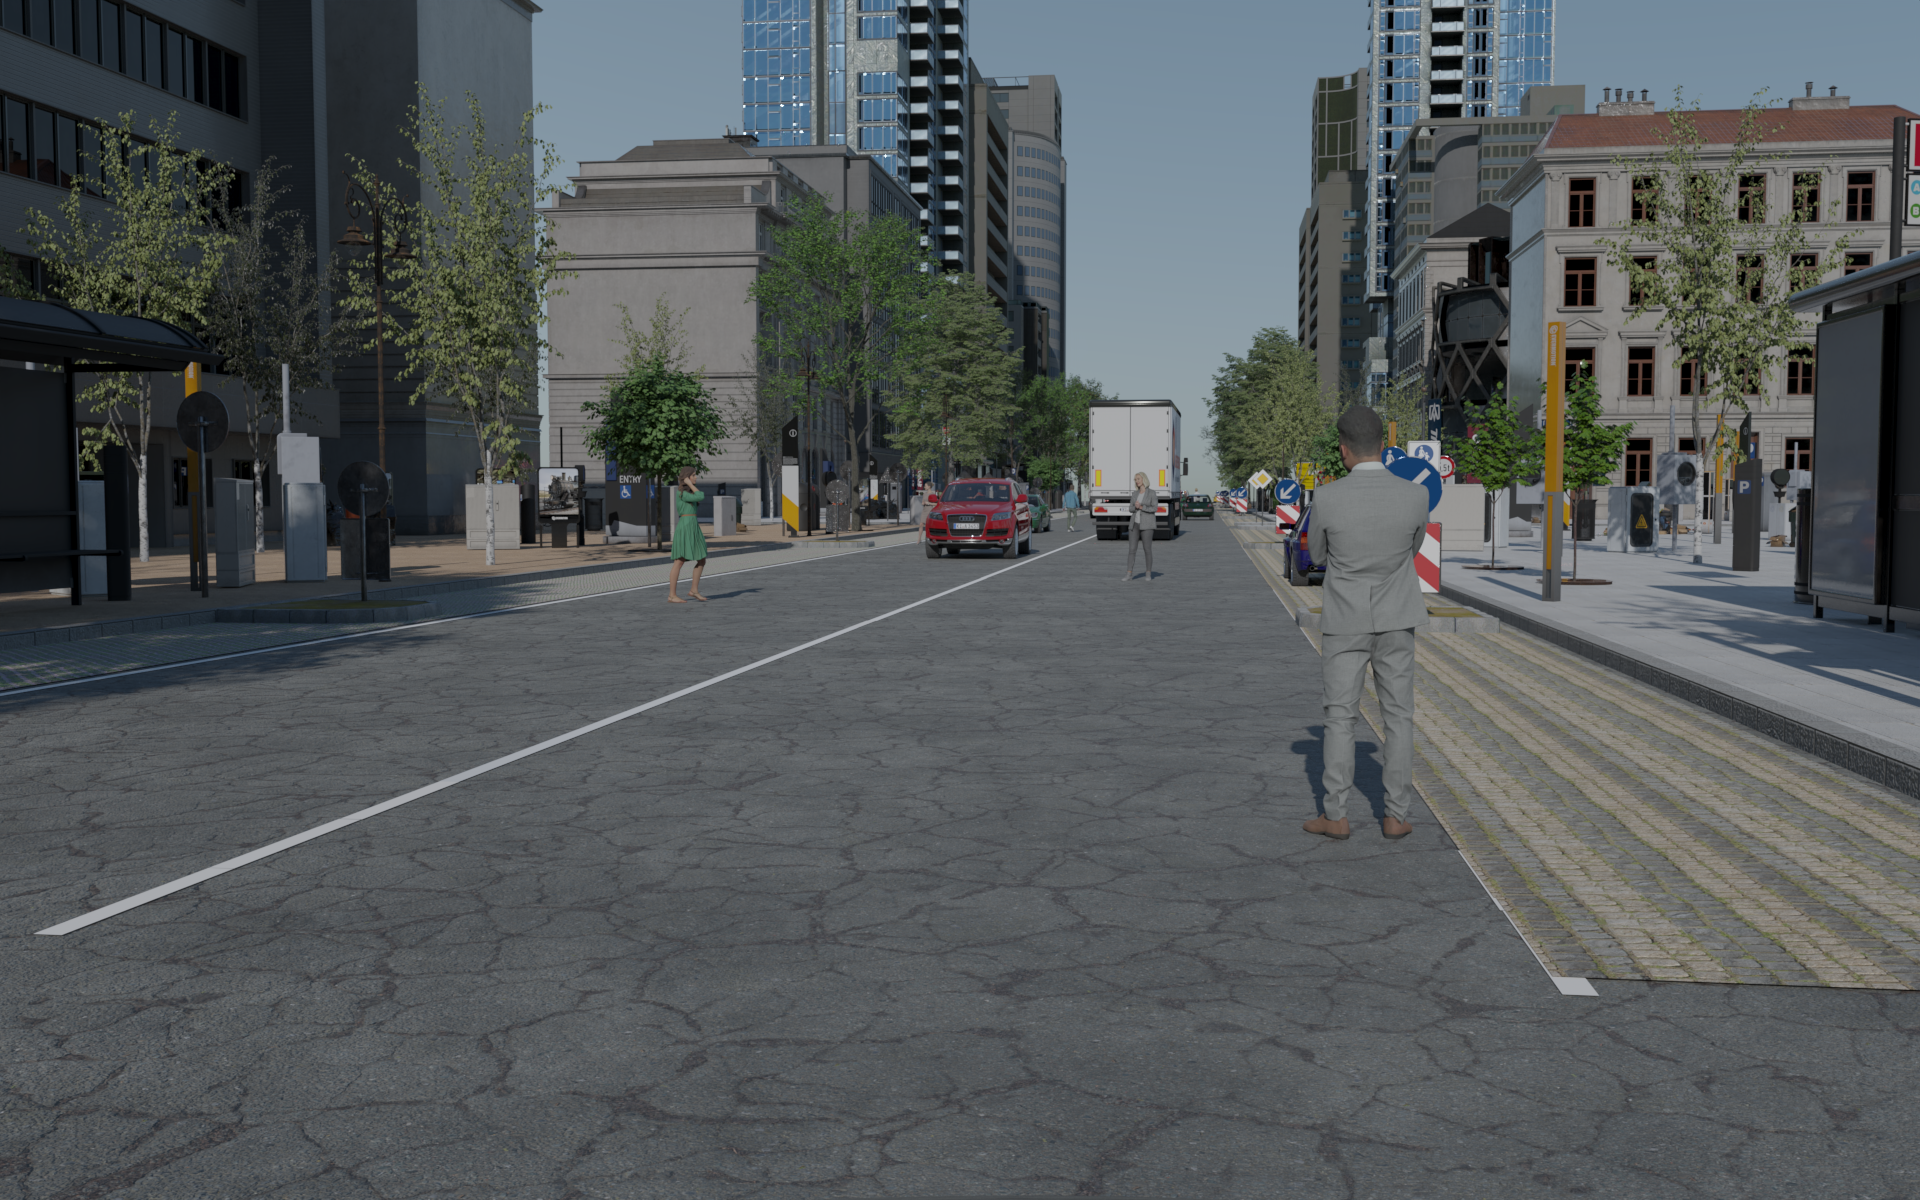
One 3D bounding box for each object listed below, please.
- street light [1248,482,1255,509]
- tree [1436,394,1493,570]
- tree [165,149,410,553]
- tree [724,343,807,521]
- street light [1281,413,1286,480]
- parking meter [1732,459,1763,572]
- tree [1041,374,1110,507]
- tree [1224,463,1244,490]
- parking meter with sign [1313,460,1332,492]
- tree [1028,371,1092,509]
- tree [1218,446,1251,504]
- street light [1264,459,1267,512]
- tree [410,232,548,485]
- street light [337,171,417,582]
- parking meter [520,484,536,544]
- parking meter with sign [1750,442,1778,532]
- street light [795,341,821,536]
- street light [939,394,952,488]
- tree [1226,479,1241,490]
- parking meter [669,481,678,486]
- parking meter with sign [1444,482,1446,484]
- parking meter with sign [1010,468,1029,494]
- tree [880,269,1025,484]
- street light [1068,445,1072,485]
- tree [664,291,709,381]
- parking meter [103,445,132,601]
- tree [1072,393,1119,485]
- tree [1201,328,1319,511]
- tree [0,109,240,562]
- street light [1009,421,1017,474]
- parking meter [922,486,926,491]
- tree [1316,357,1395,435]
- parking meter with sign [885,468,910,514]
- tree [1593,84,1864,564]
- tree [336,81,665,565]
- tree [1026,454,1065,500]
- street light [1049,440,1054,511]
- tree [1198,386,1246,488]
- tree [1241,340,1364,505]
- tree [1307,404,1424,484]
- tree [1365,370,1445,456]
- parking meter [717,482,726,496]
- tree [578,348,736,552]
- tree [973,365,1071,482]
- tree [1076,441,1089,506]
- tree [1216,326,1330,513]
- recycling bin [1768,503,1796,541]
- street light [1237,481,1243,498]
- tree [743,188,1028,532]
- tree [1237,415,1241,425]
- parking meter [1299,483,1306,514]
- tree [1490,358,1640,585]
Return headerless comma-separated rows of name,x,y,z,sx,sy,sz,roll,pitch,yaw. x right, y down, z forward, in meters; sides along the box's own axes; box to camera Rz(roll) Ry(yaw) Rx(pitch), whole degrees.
street light,25.727,-10.930,151.492,0.468,5.910,1.993,0,4,8
tree,9.230,-2.134,29.493,1.663,3.219,1.824,0,3,0
tree,-15.144,-5.342,37.710,4.360,8.622,3.978,0,3,0
tree,-9.145,-8.113,83.013,4.360,8.622,3.978,0,3,0
street light,18.179,-7.620,97.377,0.468,5.910,1.993,0,4,8
parking meter,13.064,-1.410,28.770,0.255,1.863,0.399,-3,4,-38
tree,11.536,-15.206,165.633,9.611,12.733,9.660,0,3,0
tree,40.055,-18.388,250.999,4.360,8.622,3.978,0,3,0
parking meter with sign,18.387,-5.481,85.882,1.738,3.016,0.543,0,4,2
tree,7.605,-13.522,146.834,9.928,11.665,9.643,0,3,0
tree,38.926,-19.164,239.090,9.928,11.665,9.643,0,3,0
street light,21.930,-9.258,124.150,0.468,5.910,1.993,0,4,8
tree,-13.357,-6.013,48.669,4.360,8.622,3.978,0,3,0
street light,-8.423,-3.205,25.193,0.468,5.910,1.993,0,4,8
parking meter,-11.180,-2.228,44.831,0.372,1.533,0.369,0,3,0
parking meter with sign,27.491,-3.827,58.837,1.738,3.016,0.543,-1,4,-16
street light,-4.588,-4.879,52.563,0.468,5.910,1.993,0,4,8
street light,-0.637,-6.565,80.119,0.468,5.910,1.993,0,4,8
tree,46.383,-18.767,290.550,4.285,4.588,4.351,0,3,0
parking meter,-8.150,-2.652,49.075,0.255,1.863,0.399,1,4,12
parking meter with sign,30.972,-7.044,111.429,0.543,3.016,1.738,3,5,43
parking meter with sign,4.250,-7.366,116.688,1.738,3.016,0.543,2,4,34
tree,-0.091,-10.367,87.622,7.486,12.596,7.792,0,3,0
street light,9.970,-11.188,155.716,0.468,5.910,1.993,0,4,8
tree,-11.390,-6.933,63.724,4.737,8.622,4.395,0,3,0
parking meter,-10.160,-0.928,20.886,0.255,1.863,0.399,-2,4,-24
tree,18.065,-18.970,216.812,9.857,13.997,8.962,0,3,0
tree,23.556,-13.947,134.687,9.857,13.997,8.962,0,3,0
tree,-15.733,-5.035,32.689,4.737,8.622,4.395,0,3,0
street light,3.235,-8.250,107.682,0.468,5.910,1.993,0,4,8
parking meter,-2.702,-7.627,130.411,0.255,1.863,0.399,-1,4,-18
tree,21.030,-8.697,92.563,4.360,8.622,3.978,0,3,0
parking meter with sign,-4.188,-7.181,113.673,1.738,3.016,0.543,1,4,17
tree,13.841,-4.971,31.642,4.737,8.622,4.395,0,3,0
tree,-8.611,-4.922,30.841,4.737,8.622,4.395,0,3,0
tree,6.743,-9.422,137.756,4.285,4.588,4.351,0,3,0
street light,7.042,-9.887,134.447,0.468,5.910,1.993,0,4,8
tree,31.117,-17.066,189.399,12.009,13.543,11.850,0,3,0
tree,16.241,-8.085,82.557,4.737,8.622,4.395,0,3,0
tree,14.393,-4.846,62.939,4.285,4.588,4.351,0,3,0
tree,26.781,-9.379,103.706,4.737,8.622,4.395,0,3,0
parking meter,-11.736,-4.866,85.270,0.399,1.863,0.255,-1,4,-17
tree,-6.687,-3.372,38.846,4.285,4.588,4.351,0,3,0
tree,4.168,-11.463,121.840,8.767,10.594,7.601,2,4,30
tree,13.955,-14.642,189.751,4.737,8.622,4.395,0,3,0
tree,21.491,-12.172,117.132,7.486,12.596,7.792,0,3,0
recycling bin,22.883,-2.160,47.869,0.722,1.027,0.722,-1,4,-13
street light,36.480,-15.566,227.293,0.468,5.910,1.993,0,4,8
tree,-3.712,-8.188,59.621,9.928,11.665,9.643,0,3,0
tree,19.157,-9.414,104.277,4.737,8.622,4.395,0,3,0
parking meter,17.785,-5.173,90.296,0.255,1.863,0.399,-3,5,-40
tree,8.865,-1.836,24.614,1.663,3.219,1.824,0,3,0
